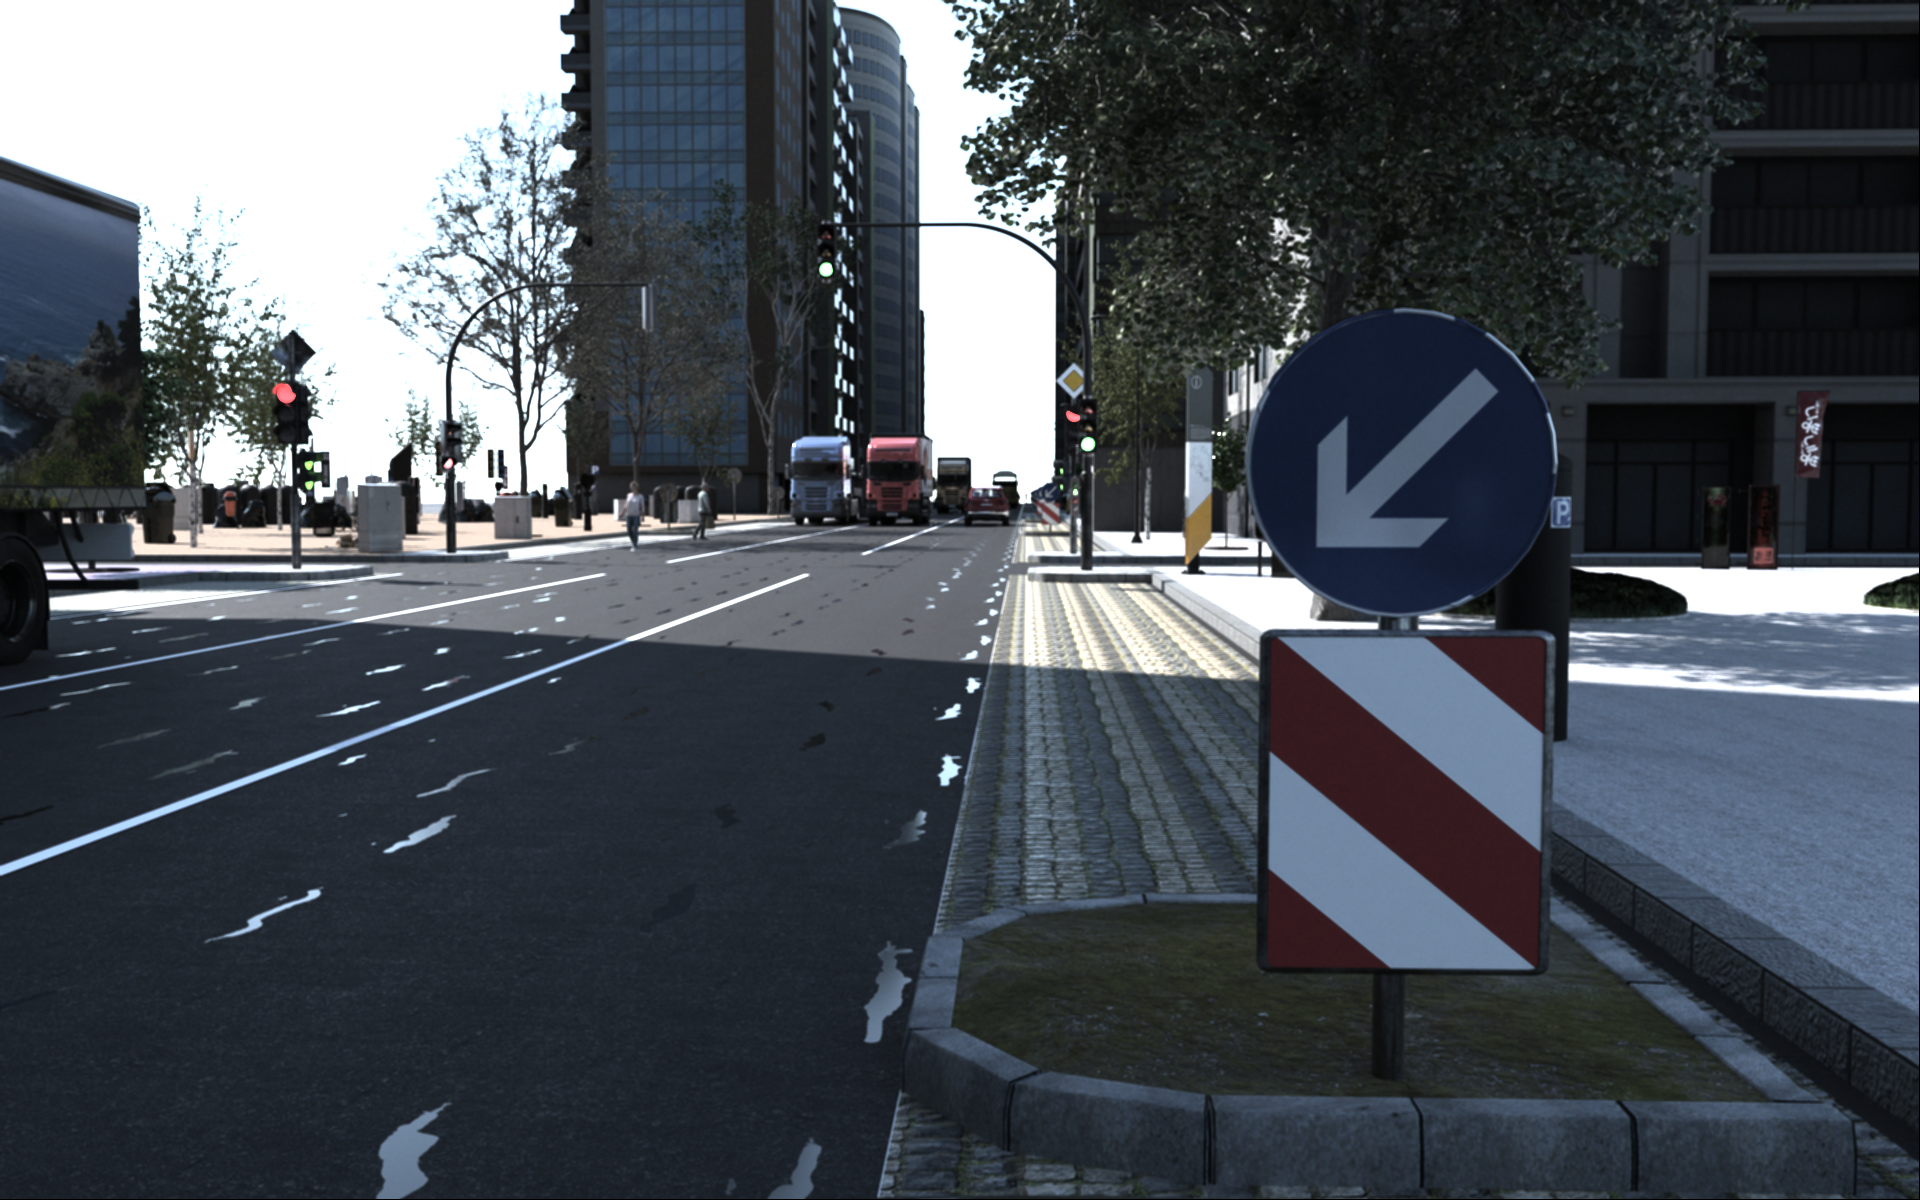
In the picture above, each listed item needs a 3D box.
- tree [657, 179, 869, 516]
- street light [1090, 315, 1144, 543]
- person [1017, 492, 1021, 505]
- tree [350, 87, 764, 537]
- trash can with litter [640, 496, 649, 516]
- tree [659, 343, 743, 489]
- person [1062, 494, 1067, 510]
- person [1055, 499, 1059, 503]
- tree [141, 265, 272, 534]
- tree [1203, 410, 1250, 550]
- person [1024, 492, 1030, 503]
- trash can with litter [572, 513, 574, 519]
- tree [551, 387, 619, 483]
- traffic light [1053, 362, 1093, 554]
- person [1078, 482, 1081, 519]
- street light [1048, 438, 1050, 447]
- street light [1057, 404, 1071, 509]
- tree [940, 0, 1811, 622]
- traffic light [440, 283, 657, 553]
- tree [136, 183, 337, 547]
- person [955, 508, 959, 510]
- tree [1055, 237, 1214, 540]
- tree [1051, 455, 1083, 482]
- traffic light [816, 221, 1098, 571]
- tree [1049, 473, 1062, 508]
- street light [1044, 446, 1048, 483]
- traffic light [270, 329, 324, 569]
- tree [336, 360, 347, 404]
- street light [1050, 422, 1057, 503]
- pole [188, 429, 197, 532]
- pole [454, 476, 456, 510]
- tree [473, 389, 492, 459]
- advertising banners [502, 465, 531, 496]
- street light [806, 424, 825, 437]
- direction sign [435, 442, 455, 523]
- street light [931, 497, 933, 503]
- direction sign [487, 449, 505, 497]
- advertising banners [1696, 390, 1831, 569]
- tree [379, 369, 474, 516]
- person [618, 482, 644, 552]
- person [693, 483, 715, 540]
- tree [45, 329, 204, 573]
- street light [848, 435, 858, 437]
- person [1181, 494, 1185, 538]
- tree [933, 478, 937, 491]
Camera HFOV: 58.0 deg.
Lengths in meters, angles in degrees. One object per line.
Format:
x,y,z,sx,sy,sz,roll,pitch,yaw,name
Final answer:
-12.064,-15.203,104.455,12.611,20.169,13.585,0,3,0,tree
4.080,-4.439,45.117,1.470,5.913,1.316,0,4,2,street light
7.420,-12.918,220.265,0.434,1.755,0.990,-2,4,-35,person
-13.049,-8.656,51.893,12.009,13.543,11.850,0,3,0,tree
-18.188,-5.432,100.201,0.624,1.170,1.055,0,4,1,trash can with litter
-11.888,-7.949,80.321,4.360,8.622,3.978,0,3,0,tree
8.546,-8.037,140.637,0.628,1.438,0.799,-1,4,-20,person
8.513,-8.826,151.293,0.436,1.711,0.756,0,4,-2,person
-24.641,-6.480,56.318,4.360,8.622,3.978,0,3,0,tree
6.299,-2.777,40.005,1.663,3.219,1.824,0,3,0,tree
9.918,-15.327,259.815,1.217,1.743,0.721,-1,4,-19,person
-20.541,-4.844,90.584,1.055,1.170,0.624,-1,4,-9,trash can with litter
-24.059,-9.802,110.621,4.360,8.622,3.978,0,3,0,tree
2.413,-2.943,37.036,0.839,4.253,0.868,0,4,2,traffic light
6.337,-5.207,90.532,0.648,1.900,0.474,-1,4,-21,person
7.180,-9.159,122.298,1.470,5.913,1.316,0,4,2,street light
5.905,-7.142,89.309,1.470,5.913,1.316,0,4,2,street light
3.934,-6.762,17.207,9.857,13.997,8.962,0,3,0,tree
-8.945,-3.842,37.491,4.771,5.953,1.251,0,4,2,traffic light
-18.496,-5.594,41.818,4.737,8.622,4.395,0,3,0,tree
-0.257,-9.054,157.317,1.217,1.735,0.721,1,4,17,person
5.305,-6.006,48.562,4.737,8.622,4.395,0,3,0,tree
8.367,-8.143,116.858,4.285,4.588,4.351,0,3,0,tree
0.012,-3.323,28.996,4.771,5.953,1.251,0,4,2,traffic light
9.072,-10.015,158.354,1.663,3.219,1.824,0,3,0,tree
8.012,-10.520,144.534,1.470,5.913,1.316,0,4,2,street light
-11.346,-2.485,29.557,0.839,4.253,0.868,0,4,2,traffic light
-24.214,-6.811,61.721,4.737,8.622,4.395,0,3,0,tree
6.730,-8.534,112.072,1.470,5.913,1.316,0,4,2,street light
-23.574,-3.630,53.199,0.158,3.312,0.155,0,3,0,pole
-23.970,-5.383,81.863,0.158,3.312,0.155,0,3,0,pole
-31.830,-9.818,110.884,4.737,8.622,4.395,0,3,0,tree
-27.147,-6.706,105.837,2.074,3.025,0.090,1,4,18,advertising banners
-9.563,-8.670,114.292,1.470,5.913,1.316,0,4,2,street light
-22.464,-5.114,75.617,0.876,3.537,0.379,1,4,11,direction sign
-3.671,-17.787,263.360,1.470,5.913,1.316,0,4,2,street light
-23.306,-5.813,87.040,0.876,3.537,0.379,-2,4,-34,direction sign
13.655,-2.035,29.460,2.074,3.025,0.090,1,4,9,advertising banners
-31.712,-9.236,101.365,4.737,8.622,4.395,0,3,0,tree
-8.106,-2.062,42.886,0.731,1.740,0.598,0,4,7,person
-7.959,-2.741,53.796,0.515,1.767,0.782,-2,4,-33,person
-14.375,-2.754,28.738,4.285,4.588,4.351,0,3,0,tree
-8.732,-10.024,136.426,1.470,5.913,1.316,0,4,2,street light
6.656,-2.687,50.151,0.728,1.800,0.709,-3,4,-36,person
-4.878,-17.649,272.271,4.285,4.588,4.351,0,3,0,tree
